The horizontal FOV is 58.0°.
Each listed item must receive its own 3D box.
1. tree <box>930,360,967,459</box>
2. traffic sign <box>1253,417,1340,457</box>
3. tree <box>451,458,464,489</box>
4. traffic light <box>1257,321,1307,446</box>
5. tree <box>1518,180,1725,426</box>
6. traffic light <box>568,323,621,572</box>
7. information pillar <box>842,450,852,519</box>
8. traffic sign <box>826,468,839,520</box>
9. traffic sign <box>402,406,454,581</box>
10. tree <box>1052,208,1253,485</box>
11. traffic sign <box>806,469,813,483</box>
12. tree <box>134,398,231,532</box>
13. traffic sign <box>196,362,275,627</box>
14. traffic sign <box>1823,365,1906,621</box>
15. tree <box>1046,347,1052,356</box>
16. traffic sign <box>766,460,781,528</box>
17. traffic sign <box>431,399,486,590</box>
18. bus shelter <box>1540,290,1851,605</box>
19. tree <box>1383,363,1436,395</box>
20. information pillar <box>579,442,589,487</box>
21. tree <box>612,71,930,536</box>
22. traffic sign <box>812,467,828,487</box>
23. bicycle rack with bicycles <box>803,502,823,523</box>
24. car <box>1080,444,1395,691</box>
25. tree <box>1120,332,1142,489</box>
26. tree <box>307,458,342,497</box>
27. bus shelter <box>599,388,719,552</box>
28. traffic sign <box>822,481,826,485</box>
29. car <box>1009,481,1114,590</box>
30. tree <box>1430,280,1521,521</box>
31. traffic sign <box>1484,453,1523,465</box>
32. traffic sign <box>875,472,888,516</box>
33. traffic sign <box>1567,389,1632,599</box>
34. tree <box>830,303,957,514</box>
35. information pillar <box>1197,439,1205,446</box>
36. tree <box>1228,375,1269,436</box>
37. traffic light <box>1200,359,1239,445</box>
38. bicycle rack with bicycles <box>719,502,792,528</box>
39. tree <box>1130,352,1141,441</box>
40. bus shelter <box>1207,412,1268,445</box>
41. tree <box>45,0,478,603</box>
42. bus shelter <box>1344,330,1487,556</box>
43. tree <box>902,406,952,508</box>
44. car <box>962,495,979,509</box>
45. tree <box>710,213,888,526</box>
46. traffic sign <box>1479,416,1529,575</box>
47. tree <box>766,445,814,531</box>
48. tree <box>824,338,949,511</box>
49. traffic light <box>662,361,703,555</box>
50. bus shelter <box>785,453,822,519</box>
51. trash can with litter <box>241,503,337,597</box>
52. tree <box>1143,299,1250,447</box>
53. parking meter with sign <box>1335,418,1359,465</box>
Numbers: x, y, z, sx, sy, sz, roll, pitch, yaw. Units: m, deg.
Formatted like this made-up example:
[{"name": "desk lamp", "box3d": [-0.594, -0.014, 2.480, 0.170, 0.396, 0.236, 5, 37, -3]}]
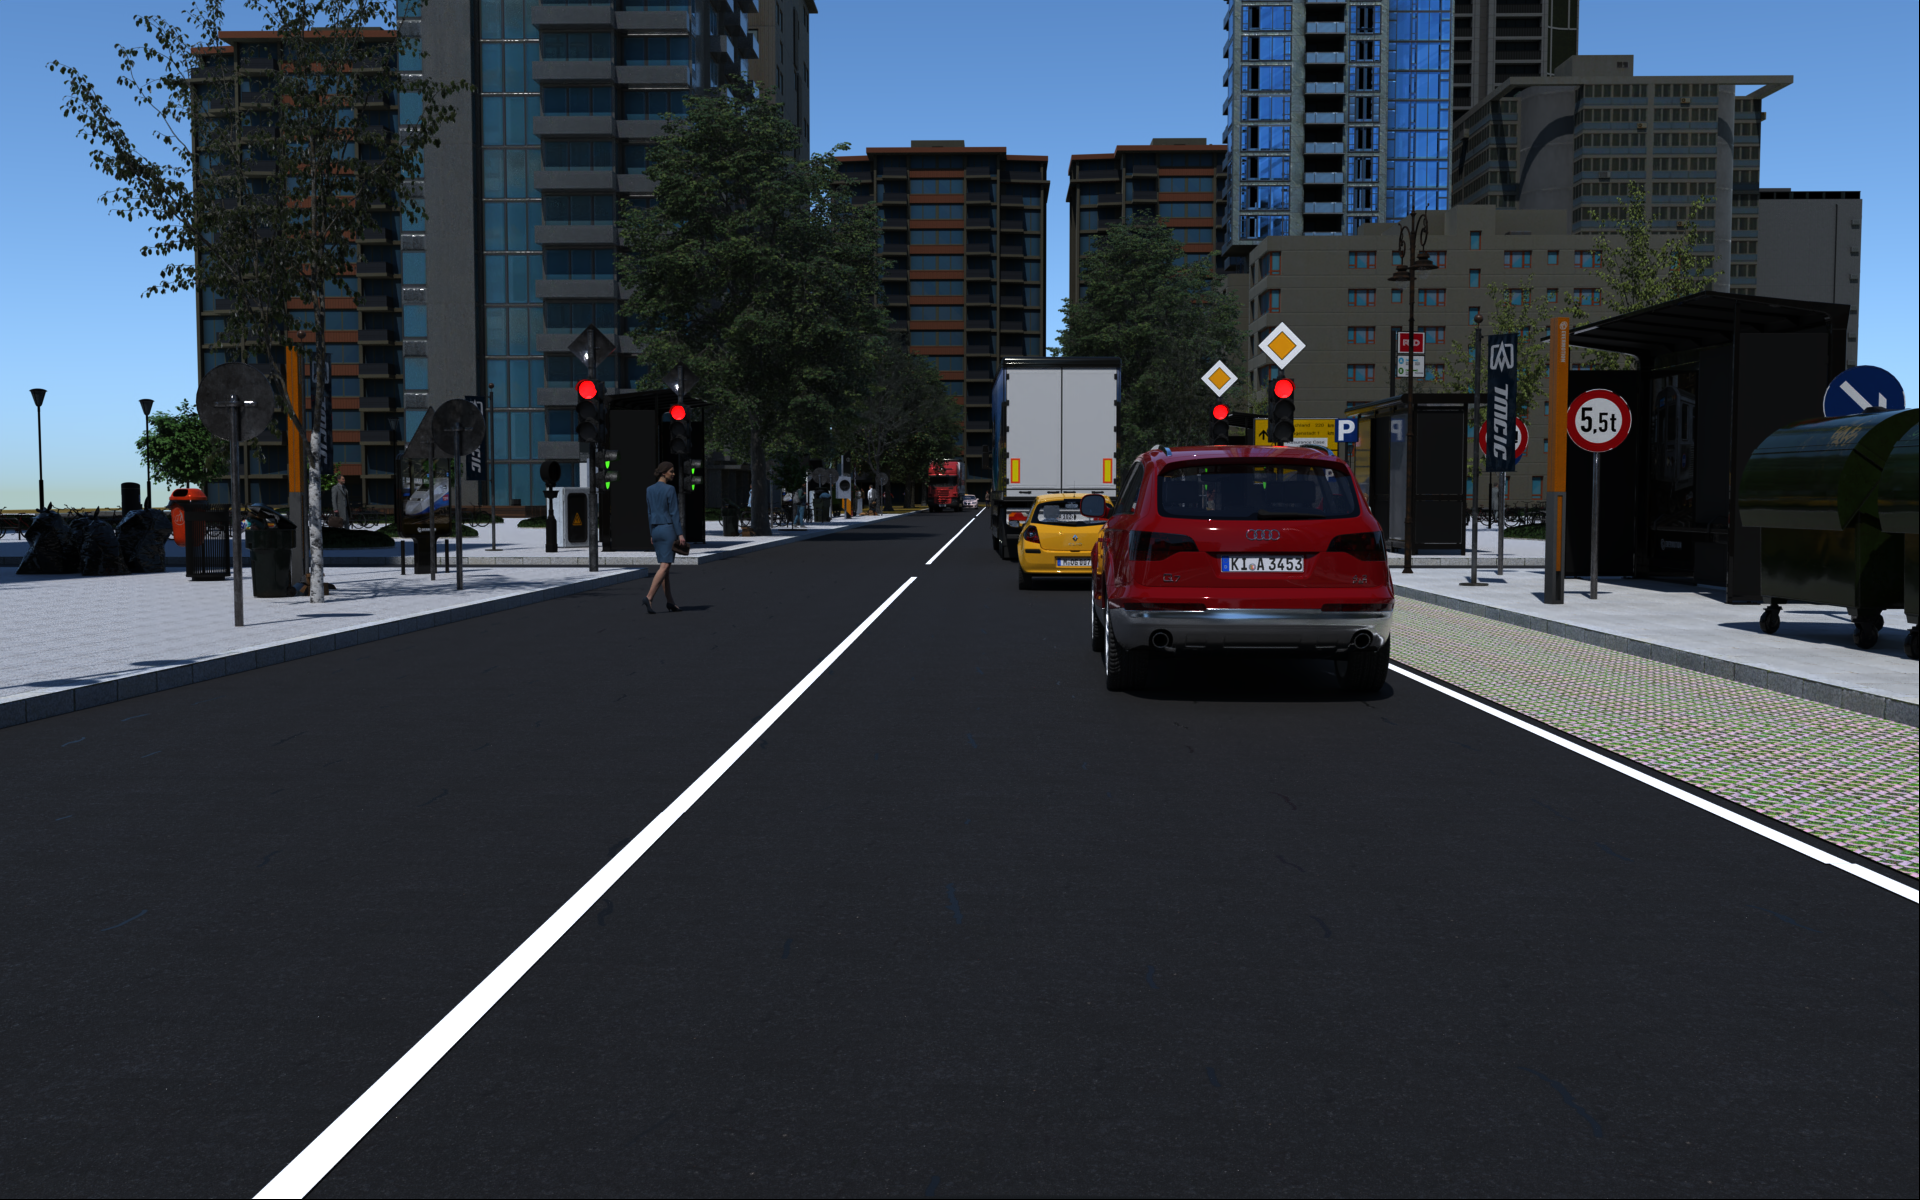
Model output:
[{"name": "tree", "box3d": [-4.692, -15.140, 154.193, 9.857, 13.997, 8.962, 0, 3, 0]}, {"name": "traffic sign", "box3d": [8.942, -3.196, 46.133, 2.265, 3.308, 0.079, 0, 4, 5]}, {"name": "tree", "box3d": [-33.085, -7.740, 110.257, 4.285, 4.588, 4.351, 0, 3, 0]}, {"name": "traffic light", "box3d": [5.216, -2.409, 28.305, 0.839, 4.253, 0.868, 0, 4, 1]}, {"name": "tree", "box3d": [16.178, -5.503, 40.331, 4.737, 8.622, 4.395, 0, 3, 0]}, {"name": "traffic light", "box3d": [-6.043, -2.423, 28.541, 0.839, 4.253, 0.868, 0, 4, 1]}, {"name": "information pillar", "box3d": [-5.898, -6.043, 90.150, 0.504, 3.616, 0.183, -2, 4, -30]}, {"name": "traffic sign", "box3d": [-6.352, -5.216, 85.382, 0.768, 2.556, 0.104, 0, 4, 3]}, {"name": "traffic sign", "box3d": [-7.825, -1.569, 25.650, 0.884, 2.594, 0.081, 0, 4, 4]}, {"name": "tree", "box3d": [8.759, -10.444, 77.414, 9.857, 13.997, 8.962, 0, 3, 0]}, {"name": "traffic sign", "box3d": [-7.430, -5.155, 84.015, 0.795, 2.593, 0.064, 1, 4, 9]}, {"name": "tree", "box3d": [-26.471, -4.627, 59.368, 4.285, 4.588, 4.351, 0, 3, 0]}, {"name": "traffic sign", "box3d": [-6.995, -1.017, 16.729, 0.768, 2.556, 0.104, 0, 4, 2]}, {"name": "traffic sign", "box3d": [8.957, -1.048, 17.245, 0.768, 2.556, 0.104, 1, 4, 9]}, {"name": "tree", "box3d": [9.279, -11.555, 95.579, 9.857, 13.997, 8.962, 0, 3, 0]}, {"name": "traffic sign", "box3d": [-7.040, -3.953, 64.742, 0.768, 2.556, 0.104, 0, 4, 8]}, {"name": "traffic sign", "box3d": [-6.714, -1.411, 23.169, 0.768, 2.556, 0.104, 1, 4, 10]}, {"name": "bus shelter", "box3d": [9.527, -1.946, 23.097, 1.731, 3.624, 6.357, 0, 4, 1]}, {"name": "tree", "box3d": [23.985, -8.620, 91.301, 4.360, 8.622, 3.978, 0, 3, 0]}, {"name": "information pillar", "box3d": [-9.858, -3.336, 45.891, 0.504, 3.616, 0.183, 2, 4, 29]}, {"name": "tree", "box3d": [-6.121, -8.947, 52.944, 9.857, 13.997, 8.962, 0, 3, 0]}, {"name": "traffic sign", "box3d": [-6.682, -5.055, 82.754, 0.768, 2.556, 0.104, 0, 4, 6]}, {"name": "bicycle rack with bicycles", "box3d": [-7.302, -3.880, 76.824, 2.852, 0.926, 2.925, -2, 4, -24]}, {"name": "car", "box3d": [2.137, -0.335, 14.146, 2.281, 1.827, 5.304, 0, 4, 2]}, {"name": "tree", "box3d": [10.094, -11.100, 107.236, 9.928, 11.665, 9.643, 0, 3, 0]}, {"name": "tree", "box3d": [-21.399, -3.847, 57.499, 1.663, 3.219, 1.824, 0, 3, 0]}, {"name": "bus shelter", "box3d": [-7.132, -3.072, 41.518, 1.731, 3.624, 6.357, 0, 4, 1]}, {"name": "traffic sign", "box3d": [-8.115, -6.151, 100.682, 0.768, 2.556, 0.104, 0, 4, 3]}, {"name": "car", "box3d": [1.767, -1.046, 27.332, 2.015, 1.641, 3.980, 0, 4, 2]}, {"name": "tree", "box3d": [18.151, -6.592, 58.147, 4.737, 8.622, 4.395, 0, 3, 0]}, {"name": "traffic sign", "box3d": [11.001, -2.142, 35.131, 0.768, 2.556, 0.104, 0, 4, 7]}, {"name": "traffic sign", "box3d": [-4.610, -6.237, 102.085, 0.768, 2.556, 0.104, 0, 4, 2]}, {"name": "traffic sign", "box3d": [7.732, -1.281, 21.053, 0.768, 2.556, 0.104, 1, 4, 8]}, {"name": "tree", "box3d": [-5.423, -12.295, 111.399, 12.009, 13.543, 11.850, 0, 3, 0]}, {"name": "information pillar", "box3d": [10.083, -4.955, 72.364, 0.504, 3.616, 0.183, -3, 5, -41]}, {"name": "tree", "box3d": [18.474, -9.553, 106.558, 4.737, 8.622, 4.395, 0, 3, 0]}, {"name": "traffic light", "box3d": [5.396, -2.897, 36.288, 0.839, 4.253, 0.868, 0, 4, 1]}, {"name": "bicycle rack with bicycles", "box3d": [-7.879, -3.285, 67.090, 2.925, 0.926, 2.852, -1, 4, -14]}, {"name": "tree", "box3d": [9.581, -12.433, 121.406, 7.486, 12.596, 7.792, 0, 3, 0]}, {"name": "bus shelter", "box3d": [8.705, -3.742, 52.462, 1.731, 3.624, 6.357, 0, 4, 1]}, {"name": "tree", "box3d": [-7.821, -4.270, 20.179, 4.360, 8.622, 3.978, 0, 3, 0]}, {"name": "bus shelter", "box3d": [10.332, -3.831, 40.266, 2.179, 5.291, 8.768, 0, 4, 1]}, {"name": "tree", "box3d": [-4.590, -14.619, 164.771, 9.928, 11.665, 9.643, 0, 3, 0]}, {"name": "car", "box3d": [0.762, -9.221, 163.129, 2.083, 1.381, 4.827, 0, 4, 2]}, {"name": "tree", "box3d": [-6.286, -9.304, 70.250, 7.486, 12.596, 7.792, 0, 3, 0]}, {"name": "traffic sign", "box3d": [8.564, -1.668, 27.375, 0.768, 2.556, 0.104, 1, 4, 8]}, {"name": "tree", "box3d": [-6.010, -4.040, 60.659, 1.663, 3.219, 1.824, 0, 3, 0]}, {"name": "tree", "box3d": [-5.423, -12.884, 127.668, 9.611, 12.733, 9.660, 0, 3, 0]}, {"name": "traffic light", "box3d": [-5.863, -2.912, 36.524, 0.839, 4.253, 0.868, 0, 4, 1]}, {"name": "bus shelter", "box3d": [-8.188, -6.196, 92.588, 1.731, 3.624, 6.357, 0, 4, 1]}, {"name": "trash can with litter", "box3d": [-8.453, -0.635, 21.762, 0.624, 1.170, 1.055, 3, 5, 40]}, {"name": "tree", "box3d": [8.800, -7.109, 66.597, 4.360, 8.622, 3.978, 0, 3, 0]}, {"name": "parking meter with sign", "box3d": [8.480, -2.633, 39.308, 0.543, 3.016, 1.738, 2, 4, 32]}]
